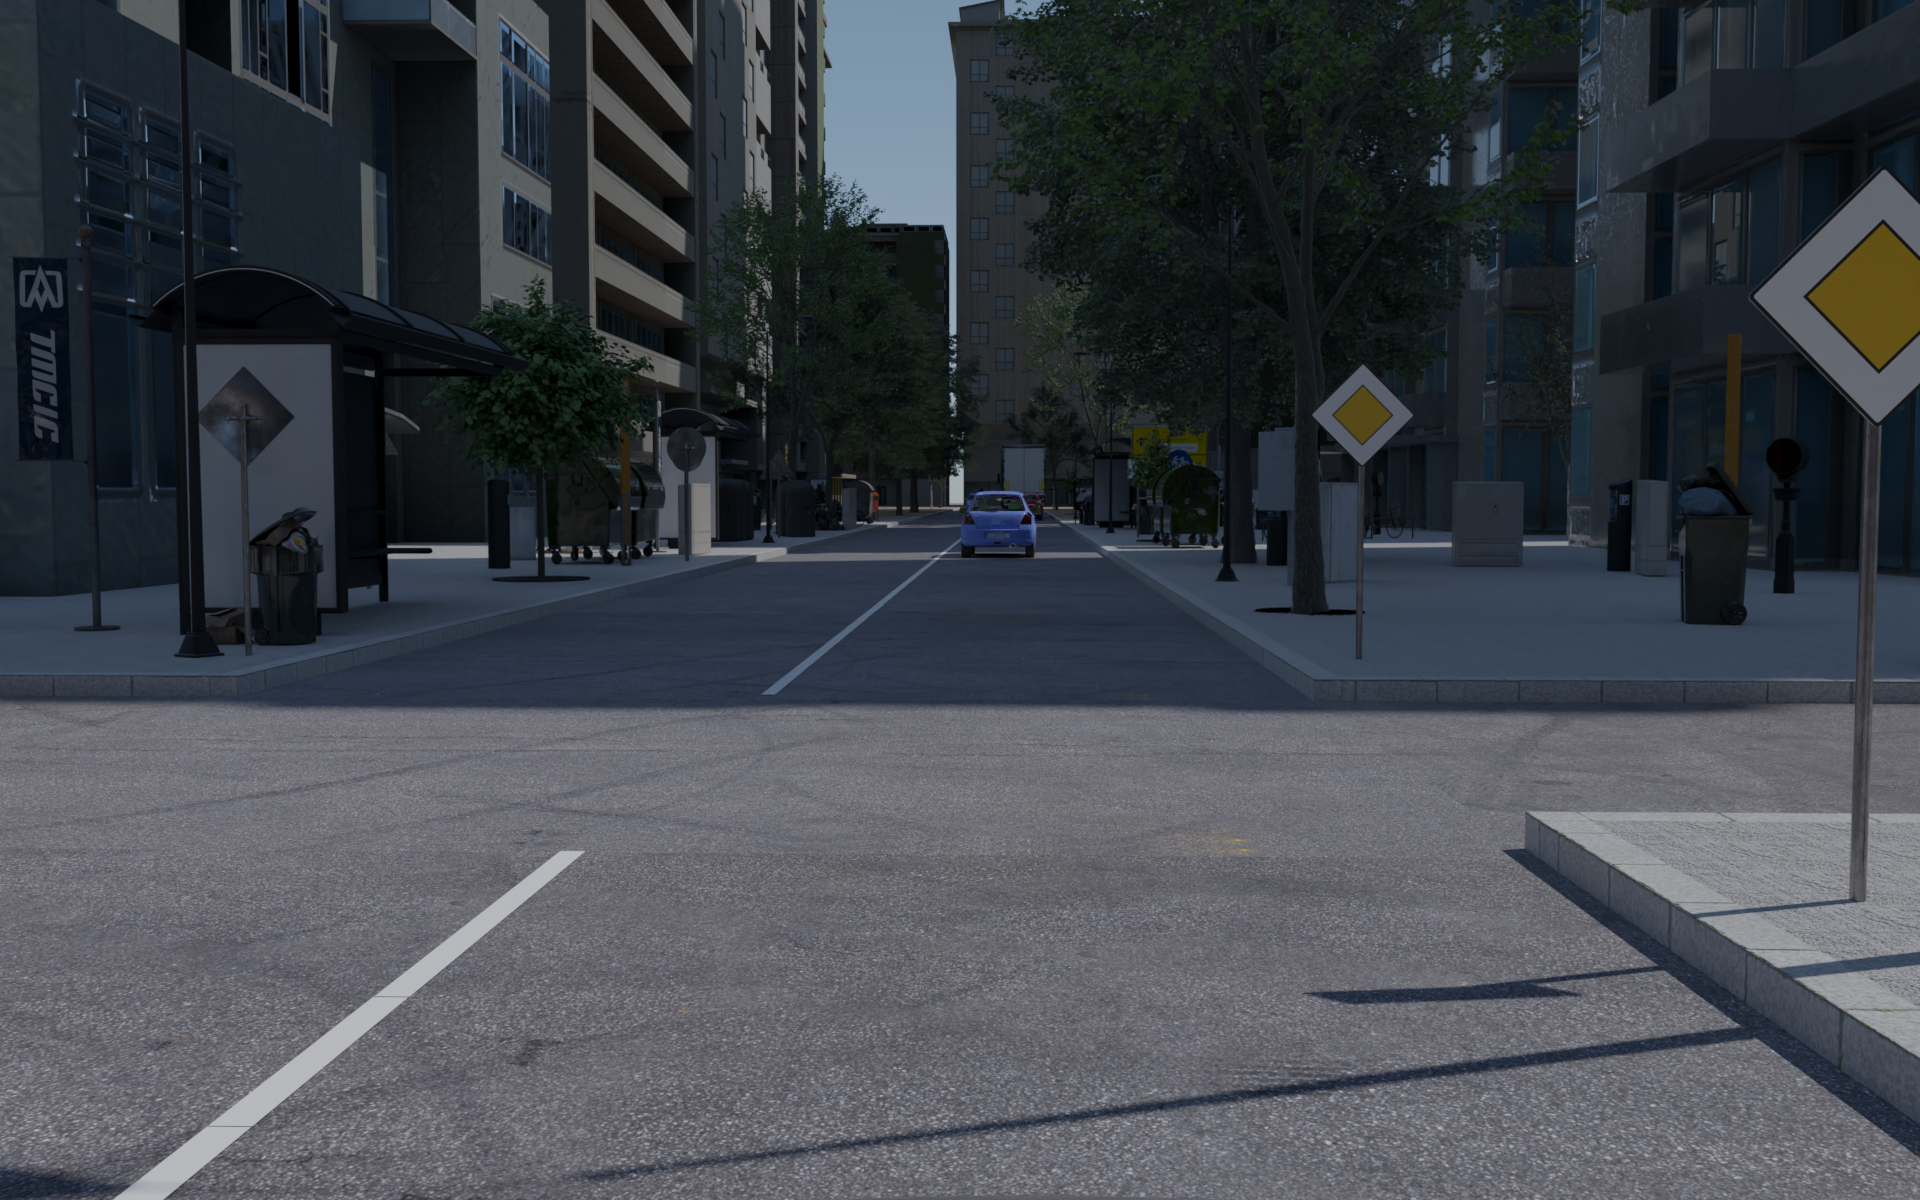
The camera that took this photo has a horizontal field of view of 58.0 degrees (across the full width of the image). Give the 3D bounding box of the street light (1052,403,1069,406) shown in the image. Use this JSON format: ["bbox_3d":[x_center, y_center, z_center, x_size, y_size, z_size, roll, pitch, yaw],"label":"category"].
[{"bbox_3d":[5.384,-7.090,88.460,1.470,5.913,1.316,0,4,2],"label":"street light"}]

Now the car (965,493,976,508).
[{"bbox_3d":[1.356,-7.883,138.481,1.945,1.707,3.694,0,4,0],"label":"car"}]

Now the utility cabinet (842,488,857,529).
[{"bbox_3d":[-4.083,-3.368,63.742,0.318,1.500,1.173,1,4,8],"label":"utility cabinet"}]

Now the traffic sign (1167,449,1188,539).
[{"bbox_3d":[6.248,-3.019,49.466,0.768,2.556,0.104,1,4,11],"label":"traffic sign"}]

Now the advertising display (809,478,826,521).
[{"bbox_3d":[-5.800,-4.063,71.642,0.974,1.923,0.123,-2,4,-33],"label":"advertising display"}]

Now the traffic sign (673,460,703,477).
[{"bbox_3d":[-6.216,-2.406,39.441,0.768,2.556,0.104,1,4,10],"label":"traffic sign"}]

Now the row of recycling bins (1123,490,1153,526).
[{"bbox_3d":[7.775,-3.947,71.642,1.069,1.692,3.534,3,4,38],"label":"row of recycling bins"}]

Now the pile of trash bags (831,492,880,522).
[{"bbox_3d":[-4.814,-4.355,80.963,1.912,1.369,3.447,-3,4,-36],"label":"pile of trash bags"}]

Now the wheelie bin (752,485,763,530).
[{"bbox_3d":[-7.390,-3.260,61.209,0.693,1.594,0.980,-3,5,-44],"label":"wheelie bin"}]

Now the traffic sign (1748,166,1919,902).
[{"bbox_3d":[2.830,-0.108,5.404,0.795,2.450,0.064,0,4,2],"label":"traffic sign"}]

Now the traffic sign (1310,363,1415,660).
[{"bbox_3d":[3.093,-0.596,13.384,0.795,2.450,0.064,0,4,2],"label":"traffic sign"}]

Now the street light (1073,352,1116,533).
[{"bbox_3d":[4.390,-5.138,56.555,1.470,5.913,1.316,0,4,2],"label":"street light"}]

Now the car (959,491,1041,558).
[{"bbox_3d":[0.921,-1.878,40.298,1.945,1.707,3.694,0,4,3],"label":"car"}]

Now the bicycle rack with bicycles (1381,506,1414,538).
[{"bbox_3d":[11.652,-2.256,50.262,2.925,0.926,2.852,-2,4,-34],"label":"bicycle rack with bicycles"}]

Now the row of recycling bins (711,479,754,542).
[{"bbox_3d":[-6.298,-2.501,48.004,1.069,1.692,3.534,0,4,1],"label":"row of recycling bins"}]

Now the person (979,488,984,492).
[{"bbox_3d":[1.249,-5.133,93.133,0.721,1.736,1.217,-1,4,-17],"label":"person"}]

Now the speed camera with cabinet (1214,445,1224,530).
[{"bbox_3d":[9.144,-4.085,61.126,2.038,3.252,0.660,0,4,-7],"label":"speed camera with cabinet"}]

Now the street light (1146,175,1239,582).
[{"bbox_3d":[3.391,-3.231,25.368,1.470,5.913,1.316,0,4,2],"label":"street light"}]

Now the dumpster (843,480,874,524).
[{"bbox_3d":[-4.357,-4.180,74.105,1.264,1.857,1.865,0,4,2],"label":"dumpster"}]

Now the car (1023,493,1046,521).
[{"bbox_3d":[3.620,-5.237,94.667,2.155,1.783,4.494,0,4,2],"label":"car"}]

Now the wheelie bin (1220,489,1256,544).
[{"bbox_3d":[6.960,-2.171,43.409,0.693,1.594,0.980,-2,4,-35],"label":"wheelie bin"}]

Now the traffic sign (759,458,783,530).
[{"bbox_3d":[-6.819,-3.825,62.549,0.884,2.594,0.081,0,4,7],"label":"traffic sign"}]

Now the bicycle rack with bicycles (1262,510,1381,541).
[{"bbox_3d":[9.367,-2.018,46.378,2.925,0.926,2.852,0,4,-2],"label":"bicycle rack with bicycles"}]

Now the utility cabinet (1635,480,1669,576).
[{"bbox_3d":[10.924,-1.141,27.334,0.318,1.500,1.173,1,4,13],"label":"utility cabinet"}]

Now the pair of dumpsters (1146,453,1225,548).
[{"bbox_3d":[5.568,-2.470,42.877,1.574,2.255,4.437,0,4,2],"label":"pair of dumpsters"}]

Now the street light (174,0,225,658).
[{"bbox_3d":[-5.480,-2.505,13.504,1.470,5.913,1.316,0,4,2],"label":"street light"}]

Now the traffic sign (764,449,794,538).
[{"bbox_3d":[-5.263,-3.076,50.301,0.884,2.594,0.081,0,4,6],"label":"traffic sign"}]

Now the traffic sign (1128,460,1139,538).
[{"bbox_3d":[5.234,-2.983,50.901,0.606,2.300,0.079,1,4,10],"label":"traffic sign"}]

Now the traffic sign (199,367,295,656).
[{"bbox_3d":[-5.646,-0.615,13.691,0.795,2.450,0.064,0,4,2],"label":"traffic sign"}]

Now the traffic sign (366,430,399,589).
[{"bbox_3d":[-7.998,-1.429,23.361,0.884,2.594,0.081,0,4,7],"label":"traffic sign"}]

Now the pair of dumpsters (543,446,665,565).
[{"bbox_3d":[-6.871,-1.894,33.453,1.574,2.255,4.437,0,4,2],"label":"pair of dumpsters"}]

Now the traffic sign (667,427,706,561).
[{"bbox_3d":[-5.219,-2.015,33.049,0.768,2.556,0.104,0,4,5],"label":"traffic sign"}]

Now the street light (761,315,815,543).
[{"bbox_3d":[-4.475,-4.441,45.149,1.470,5.913,1.316,0,4,2],"label":"street light"}]

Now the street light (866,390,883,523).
[{"bbox_3d":[-3.451,-6.348,76.336,1.470,5.913,1.316,0,4,2],"label":"street light"}]

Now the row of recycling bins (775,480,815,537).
[{"bbox_3d":[-5.085,-2.800,52.893,1.069,1.692,3.534,-1,4,-12],"label":"row of recycling bins"}]

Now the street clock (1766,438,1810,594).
[{"bbox_3d":[10.649,-1.086,22.327,0.358,2.002,0.471,-3,4,-37],"label":"street clock"}]

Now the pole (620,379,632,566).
[{"bbox_3d":[-5.976,-2.267,30.907,0.158,3.312,0.155,0,3,0],"label":"pole"}]

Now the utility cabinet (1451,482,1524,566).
[{"bbox_3d":[9.321,-1.341,30.599,1.173,1.500,0.318,0,4,3],"label":"utility cabinet"}]

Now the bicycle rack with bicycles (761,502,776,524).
[{"bbox_3d":[-7.591,-3.717,74.159,2.852,0.926,2.925,-1,4,-19],"label":"bicycle rack with bicycles"}]

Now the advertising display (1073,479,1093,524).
[{"bbox_3d":[5.260,-4.203,73.928,0.974,1.923,0.123,-2,4,-35],"label":"advertising display"}]

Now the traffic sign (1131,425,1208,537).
[{"bbox_3d":[6.227,-3.524,51.490,2.265,3.308,0.079,1,4,9],"label":"traffic sign"}]

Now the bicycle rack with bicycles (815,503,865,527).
[{"bbox_3d":[-5.199,-3.365,68.406,2.925,0.926,2.852,0,4,-2],"label":"bicycle rack with bicycles"}]

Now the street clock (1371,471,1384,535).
[{"bbox_3d":[13.178,-3.066,54.694,0.358,2.002,0.471,3,4,39],"label":"street clock"}]

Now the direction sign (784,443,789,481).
[{"bbox_3d":[-7.661,-5.215,77.269,0.379,3.537,0.876,1,4,15],"label":"direction sign"}]

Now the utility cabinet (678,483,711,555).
[{"bbox_3d":[-5.633,-1.713,36.683,0.318,1.500,1.173,1,4,12],"label":"utility cabinet"}]

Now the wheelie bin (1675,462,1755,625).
[{"bbox_3d":[7.453,-0.566,17.166,0.693,1.594,0.980,1,4,16],"label":"wheelie bin"}]

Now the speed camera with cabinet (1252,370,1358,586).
[{"bbox_3d":[5.039,-1.863,24.796,0.660,3.252,2.038,3,5,42],"label":"speed camera with cabinet"}]

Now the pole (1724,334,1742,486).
[{"bbox_3d":[9.902,-1.736,22.234,0.158,3.312,0.155,0,3,0],"label":"pole"}]
